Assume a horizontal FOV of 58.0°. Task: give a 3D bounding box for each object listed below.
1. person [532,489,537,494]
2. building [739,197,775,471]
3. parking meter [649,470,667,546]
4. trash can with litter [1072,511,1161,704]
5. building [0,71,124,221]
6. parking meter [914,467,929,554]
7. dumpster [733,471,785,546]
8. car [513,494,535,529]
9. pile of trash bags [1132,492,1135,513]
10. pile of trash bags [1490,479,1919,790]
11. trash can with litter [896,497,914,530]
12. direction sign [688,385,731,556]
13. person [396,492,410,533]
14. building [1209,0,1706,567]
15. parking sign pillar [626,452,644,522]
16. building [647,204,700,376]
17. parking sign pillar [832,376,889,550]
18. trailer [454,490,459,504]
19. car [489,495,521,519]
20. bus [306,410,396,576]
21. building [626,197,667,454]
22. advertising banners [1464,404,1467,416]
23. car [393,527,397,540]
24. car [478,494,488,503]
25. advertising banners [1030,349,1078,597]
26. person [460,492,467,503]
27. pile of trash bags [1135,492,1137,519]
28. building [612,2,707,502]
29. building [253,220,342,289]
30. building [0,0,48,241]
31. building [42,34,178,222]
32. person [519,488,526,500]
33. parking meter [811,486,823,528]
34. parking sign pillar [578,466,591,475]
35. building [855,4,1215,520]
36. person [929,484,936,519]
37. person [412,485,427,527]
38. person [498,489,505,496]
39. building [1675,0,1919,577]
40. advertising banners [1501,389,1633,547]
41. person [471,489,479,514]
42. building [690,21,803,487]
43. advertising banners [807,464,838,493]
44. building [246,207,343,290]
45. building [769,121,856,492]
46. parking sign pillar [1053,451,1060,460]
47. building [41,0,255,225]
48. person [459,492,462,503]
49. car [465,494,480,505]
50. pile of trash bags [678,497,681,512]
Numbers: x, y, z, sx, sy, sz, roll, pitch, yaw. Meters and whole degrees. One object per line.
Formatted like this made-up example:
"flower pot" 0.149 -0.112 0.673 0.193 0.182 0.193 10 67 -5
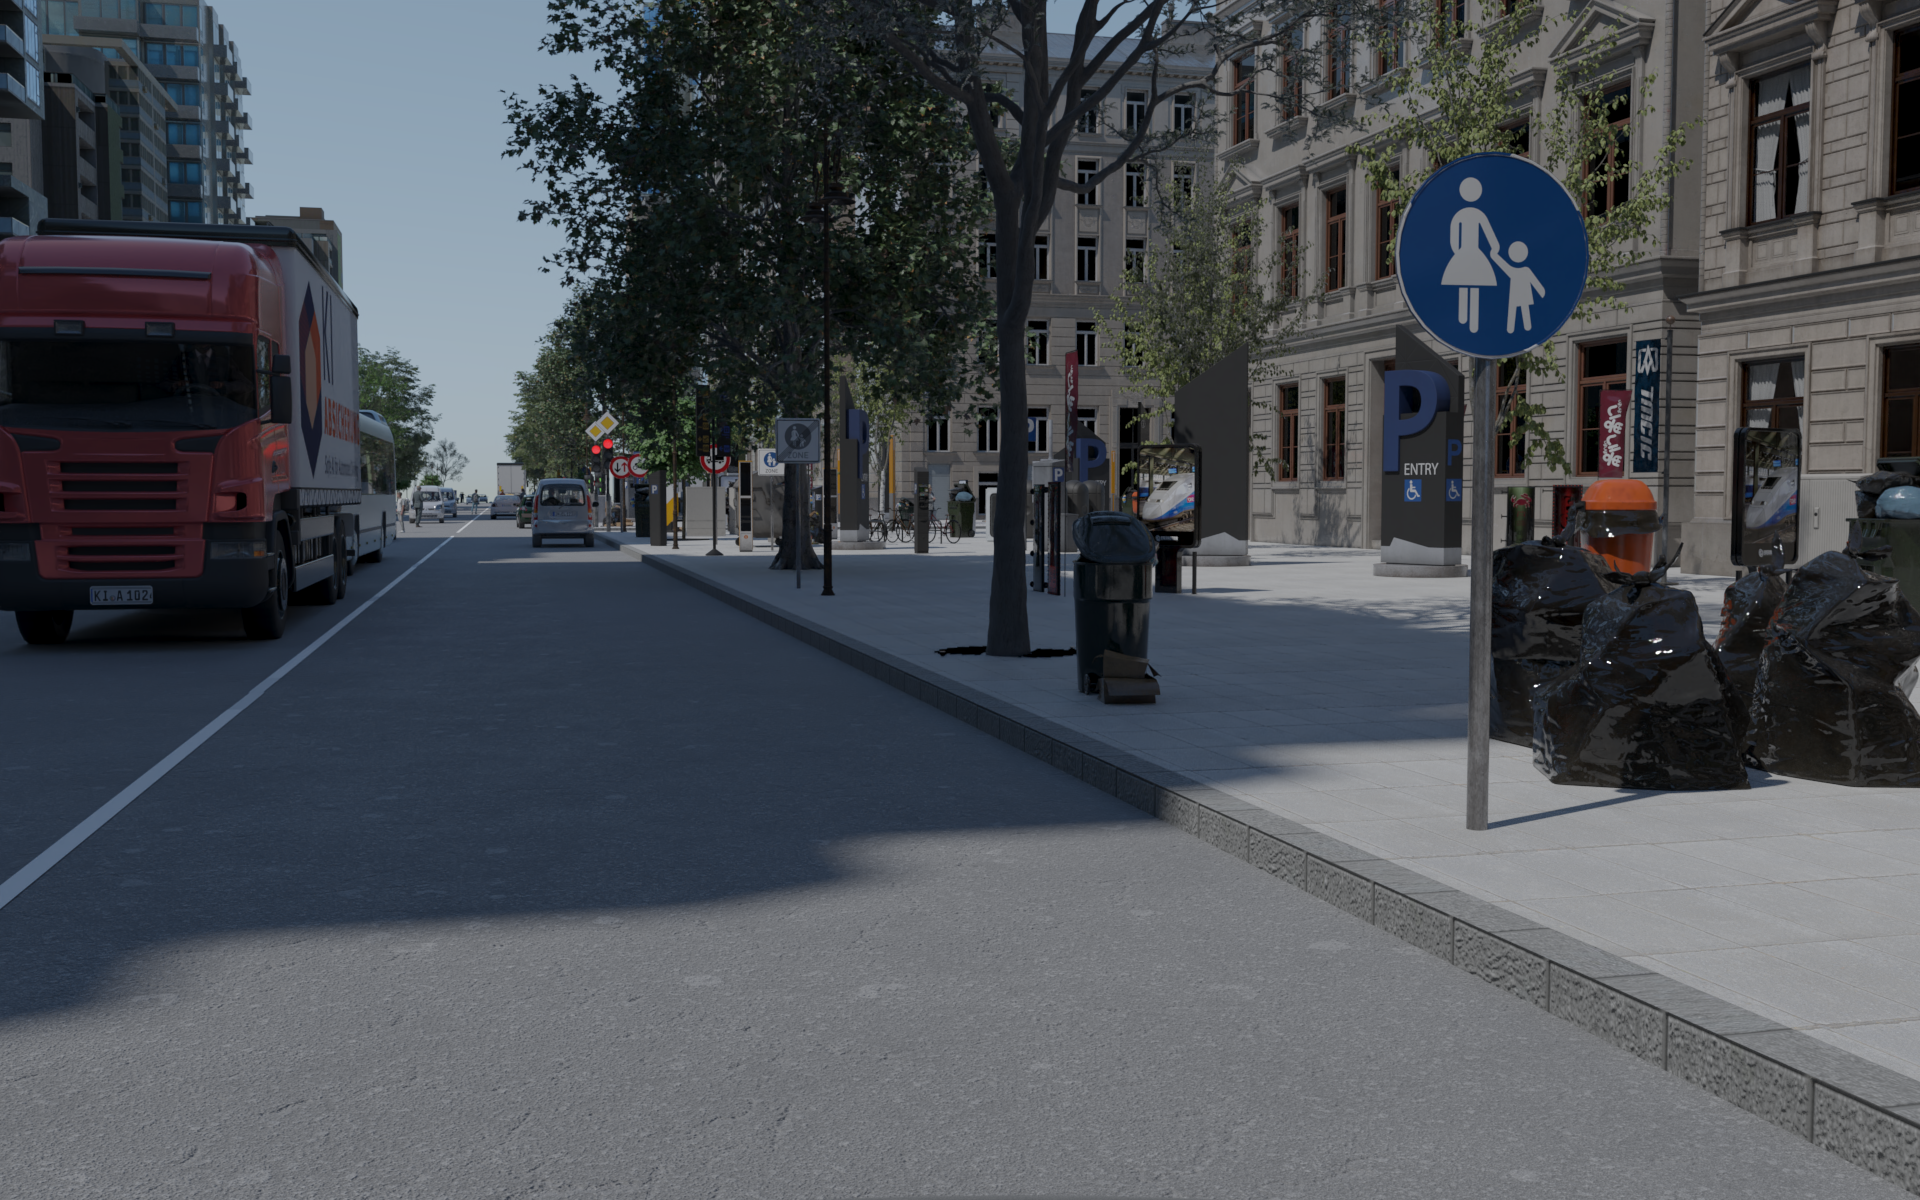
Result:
"person" -27.604 -6.341 112.448 0.793 1.790 0.793 2 4 31
"building" -9.002 -21.164 133.416 14.401 28.519 23.554 -1 4 -15
"parking meter" -7.450 -2.264 42.719 0.399 1.863 0.255 2 4 35
"trash can with litter" 1.065 0.025 10.973 0.624 1.170 1.055 0 4 -8
"building" -65.719 -21.168 117.792 14.160 30.474 14.107 -1 4 -15
"parking meter" -0.830 -1.934 37.331 0.255 1.863 0.399 -1 4 -14
"dumpster" -4.799 -2.229 42.206 1.264 1.857 1.865 -1 4 -15
"car" -17.826 -3.876 73.164 2.009 1.686 4.222 -1 4 -16
"pile of trash bags" 11.688 -7.411 130.928 1.912 1.369 3.447 -1 4 -17
"pile of trash bags" 3.703 0.041 9.075 1.912 1.369 3.447 1 4 9
"trash can with litter" -1.717 -3.072 61.609 1.055 1.170 0.624 -2 4 -34
"direction sign" -5.130 -2.696 36.083 0.876 3.537 0.379 -3 5 -45
"person" -20.738 -3.255 64.322 0.503 1.515 0.523 1 4 20
"building" 14.475 -12.478 40.168 11.583 22.565 21.152 -1 4 -15
"parking sign pillar" -14.682 -5.555 79.302 1.447 3.967 1.447 -1 4 -12
"building" -39.405 -34.487 247.457 14.154 41.232 14.086 -1 4 -15
"parking sign pillar" -2.443 -3.162 40.168 1.447 3.967 1.447 1 4 9
"trailer" -72.322 -14.690 247.227 1.471 1.999 3.904 -1 4 -16
"car" -26.028 -5.338 99.630 2.083 1.381 4.827 -1 4 -14
"bus" -12.513 -2.319 32.777 2.948 3.499 13.247 -1 4 -14
"building" -42.724 -37.367 261.057 14.600 45.320 14.200 -1 4 -15
"advertising banners" 8.950 -2.265 33.216 2.074 3.025 0.090 -2 4 -29
"car" -18.311 -2.486 53.010 2.083 1.381 4.827 -1 4 -15
"car" -76.823 -16.292 278.379 2.014 1.417 4.499 -1 4 -16
"advertising banners" 1.194 -1.581 22.030 0.090 3.025 2.074 -1 4 -12
"person" -81.181 -16.784 282.933 1.348 1.822 0.705 -3 5 -43
"pile of trash bags" 10.628 -4.621 85.303 3.447 1.369 1.912 -3 5 -42
"building" -45.083 -59.373 283.418 22.319 86.520 31.000 -1 4 -15
"building" -100.315 -35.206 259.213 14.154 41.232 14.086 -1 4 -15
"building" -57.714 -47.102 82.788 22.319 86.520 31.000 -1 4 -15
"building" -78.195 -27.397 139.818 32.217 40.220 23.993 -1 4 -15
"person" -27.669 -6.139 109.145 0.573 1.790 0.520 1 4 17
"parking meter" -4.195 -2.600 50.920 0.372 1.533 0.369 0 3 0
"parking sign pillar" -27.205 -8.386 125.579 1.447 3.967 1.447 1 4 14
"building" 7.415 -18.037 92.173 25.104 27.353 12.463 -1 4 -15
"person" -1.078 -3.428 64.732 0.526 1.800 0.537 3 5 40
"person" -23.285 -4.038 74.694 0.661 1.801 0.590 2 4 30
"person" -38.631 -8.434 146.362 0.705 1.831 1.348 3 5 43
"building" 18.484 -9.492 19.820 10.561 19.102 19.286 -1 4 -15
"advertising banners" 10.198 -2.016 29.143 2.074 3.025 0.090 1 4 9
"person" -34.633 -7.026 123.726 0.623 1.781 0.721 0 4 -2
"building" -14.990 -44.410 164.363 20.563 71.187 20.611 -1 4 -15
"advertising banners" -7.171 -5.761 90.382 2.074 3.025 0.090 -1 4 -18
"building" -104.739 -38.068 272.524 14.600 45.320 14.200 -1 4 -15
"building" -4.319 -19.951 112.105 13.634 28.700 20.117 -1 4 -15
"parking sign pillar" 4.986 -5.646 80.783 1.447 3.967 1.447 0 4 -3
"building" -80.883 -33.476 166.935 23.786 49.044 30.456 -1 4 -15
"person" -83.283 -17.170 289.219 1.348 1.826 0.705 3 4 37
"car" -66.154 -13.650 235.181 2.014 1.417 4.499 -1 4 -15
"pile of trash bags" -20.027 -6.804 121.005 3.447 1.369 1.912 -2 4 -26
